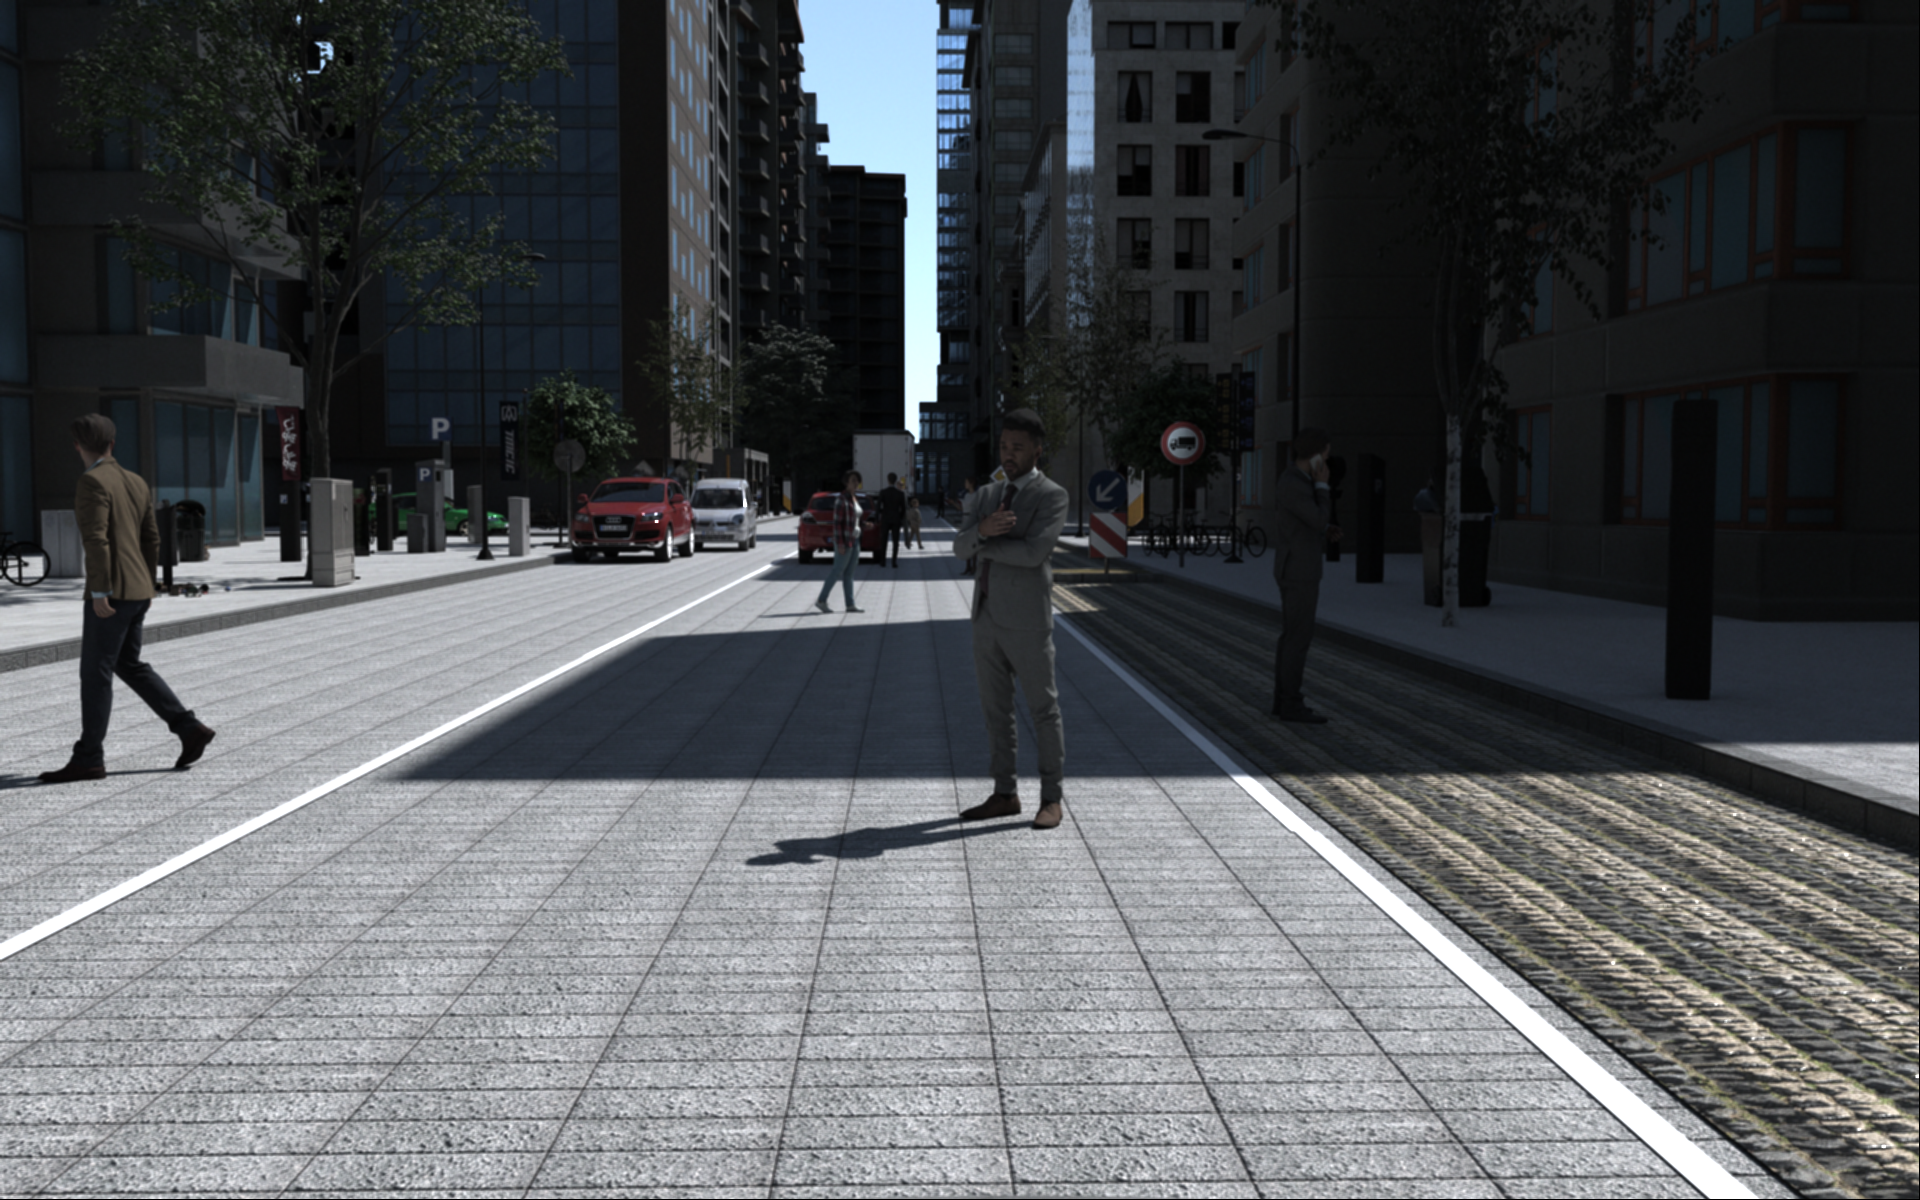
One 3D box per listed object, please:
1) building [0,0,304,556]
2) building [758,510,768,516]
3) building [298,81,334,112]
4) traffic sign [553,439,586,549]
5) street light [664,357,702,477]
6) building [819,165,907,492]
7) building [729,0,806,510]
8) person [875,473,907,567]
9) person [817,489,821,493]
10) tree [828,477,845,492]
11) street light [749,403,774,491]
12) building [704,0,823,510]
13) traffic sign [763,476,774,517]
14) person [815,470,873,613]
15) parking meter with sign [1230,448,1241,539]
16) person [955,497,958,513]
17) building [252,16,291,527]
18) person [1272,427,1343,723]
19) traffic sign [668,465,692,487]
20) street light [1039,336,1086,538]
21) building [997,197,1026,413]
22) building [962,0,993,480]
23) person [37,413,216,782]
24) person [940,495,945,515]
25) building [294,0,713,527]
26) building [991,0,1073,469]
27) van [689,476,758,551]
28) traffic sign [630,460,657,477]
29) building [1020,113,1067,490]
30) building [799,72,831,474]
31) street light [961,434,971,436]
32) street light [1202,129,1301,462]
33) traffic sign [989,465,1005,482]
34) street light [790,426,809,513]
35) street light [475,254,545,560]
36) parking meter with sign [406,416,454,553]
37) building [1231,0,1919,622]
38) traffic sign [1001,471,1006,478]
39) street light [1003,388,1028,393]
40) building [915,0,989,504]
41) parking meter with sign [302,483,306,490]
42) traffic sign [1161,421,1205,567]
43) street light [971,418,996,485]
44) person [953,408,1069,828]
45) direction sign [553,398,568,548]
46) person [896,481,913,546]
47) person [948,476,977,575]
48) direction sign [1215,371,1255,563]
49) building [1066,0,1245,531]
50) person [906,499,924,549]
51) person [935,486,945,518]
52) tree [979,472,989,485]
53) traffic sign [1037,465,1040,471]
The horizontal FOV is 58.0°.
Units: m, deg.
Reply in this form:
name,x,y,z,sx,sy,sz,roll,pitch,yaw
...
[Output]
name,x,y,z,sx,sy,sz,roll,pitch,yaw
building,-31.489,-25.467,35.993,30.456,49.044,23.786,0,4,-2
building,-21.883,-40.463,99.824,20.563,71.187,20.611,0,4,-2
building,-74.231,-39.201,230.168,27.495,52.752,28.713,0,4,-2
traffic sign,-9.114,-2.465,40.403,0.768,2.556,0.104,0,4,3
street light,-9.416,-5.264,58.610,1.470,5.913,1.316,0,4,-2
building,-21.365,-35.092,228.376,28.867,44.769,22.147,0,4,-2
building,-24.616,-30.137,147.366,22.147,44.769,28.867,0,4,-2
person,-1.383,-1.569,33.930,0.659,1.850,0.755,-1,4,-11
person,-10.208,-7.168,125.883,0.537,1.800,0.526,1,4,12
tree,-13.674,-12.001,190.824,1.663,3.219,1.824,0,3,0
street light,-10.129,-7.059,87.951,1.470,5.913,1.316,0,4,-2
building,-24.232,-44.857,171.660,20.563,71.187,20.611,0,4,-2
traffic sign,-10.648,-5.758,96.275,0.606,2.300,0.079,0,4,7
person,-1.396,-0.711,20.961,0.643,1.720,0.563,1,4,22
parking meter with sign,7.779,-3.167,48.048,0.543,3.016,1.738,1,4,18
person,-0.189,-7.013,127.851,0.352,1.250,0.332,0,4,6
building,-33.549,-25.371,64.932,14.200,45.320,14.600,0,4,-2
person,2.198,-0.161,10.938,0.447,1.846,0.655,0,4,2
traffic sign,-9.502,-3.373,58.790,0.795,2.450,0.064,0,4,-2
street light,3.030,-4.803,51.073,1.470,5.913,1.316,0,4,-2
building,9.810,-18.222,117.006,14.460,24.649,34.723,0,4,-2
building,14.906,-37.050,195.011,28.713,52.752,27.495,0,4,-2
person,-4.278,-0.027,8.845,0.836,1.842,0.656,-2,4,-32
person,-1.240,-6.522,115.227,0.391,1.810,0.635,-3,5,-42
building,-18.407,-25.895,73.491,14.600,45.320,14.200,0,4,-2
building,9.521,-28.250,145.486,14.154,41.232,14.086,0,4,-2
van,-6.184,-2.300,44.620,2.013,2.044,4.112,0,4,-3
traffic sign,-9.284,-2.885,50.808,0.795,2.450,0.064,0,4,-2
building,8.543,-14.716,89.754,9.793,20.994,18.267,0,4,-2
building,-30.134,-35.263,196.152,30.456,49.044,23.786,0,4,-2
street light,0.789,-9.887,134.188,1.470,5.913,1.316,0,4,-2
street light,3.776,-3.039,22.227,1.470,5.913,1.316,0,4,-2
traffic sign,1.389,-3.390,59.066,0.795,2.450,0.064,0,4,-2
street light,-10.943,-8.863,117.444,1.470,5.913,1.316,0,4,-2
street light,-8.718,-3.735,33.616,1.470,5.913,1.316,0,4,-2
parking meter with sign,-11.695,-2.562,38.152,0.543,3.016,1.738,0,4,3
building,21.428,-11.404,31.491,27.650,21.520,28.899,0,4,-2
traffic sign,1.607,-2.902,51.084,0.795,2.450,0.064,0,4,-2
street light,2.486,-6.308,75.678,1.470,5.913,1.316,0,4,-2
building,8.542,-56.011,228.457,31.000,86.520,22.319,0,4,-2
parking meter with sign,-44.517,-7.451,118.084,1.738,3.016,0.543,0,4,-4
traffic sign,3.885,-1.845,30.265,0.768,2.556,0.104,0,4,3
street light,1.597,-8.122,105.343,1.470,5.913,1.316,0,4,-2
person,0.209,0.071,7.525,0.511,1.800,0.466,2,4,26
direction sign,-9.497,-3.003,41.093,0.379,3.537,0.876,-2,4,-27
person,-1.589,-2.396,47.852,0.661,1.801,0.590,-3,5,-40
person,0.099,-1.320,30.647,0.524,1.755,0.480,-2,4,-32
direction sign,5.126,-2.467,32.333,0.379,3.537,0.876,-3,5,-44
building,12.853,-12.850,64.848,16.860,20.320,10.420,0,4,-2
person,-1.191,-1.966,44.919,0.475,1.303,0.640,2,4,35
person,-1.179,-5.834,103.241,0.474,1.900,0.648,-2,4,-30
tree,2.389,-8.741,137.508,1.663,3.219,1.824,0,3,0
traffic sign,2.815,-4.237,69.381,0.768,2.556,0.104,0,3,0
